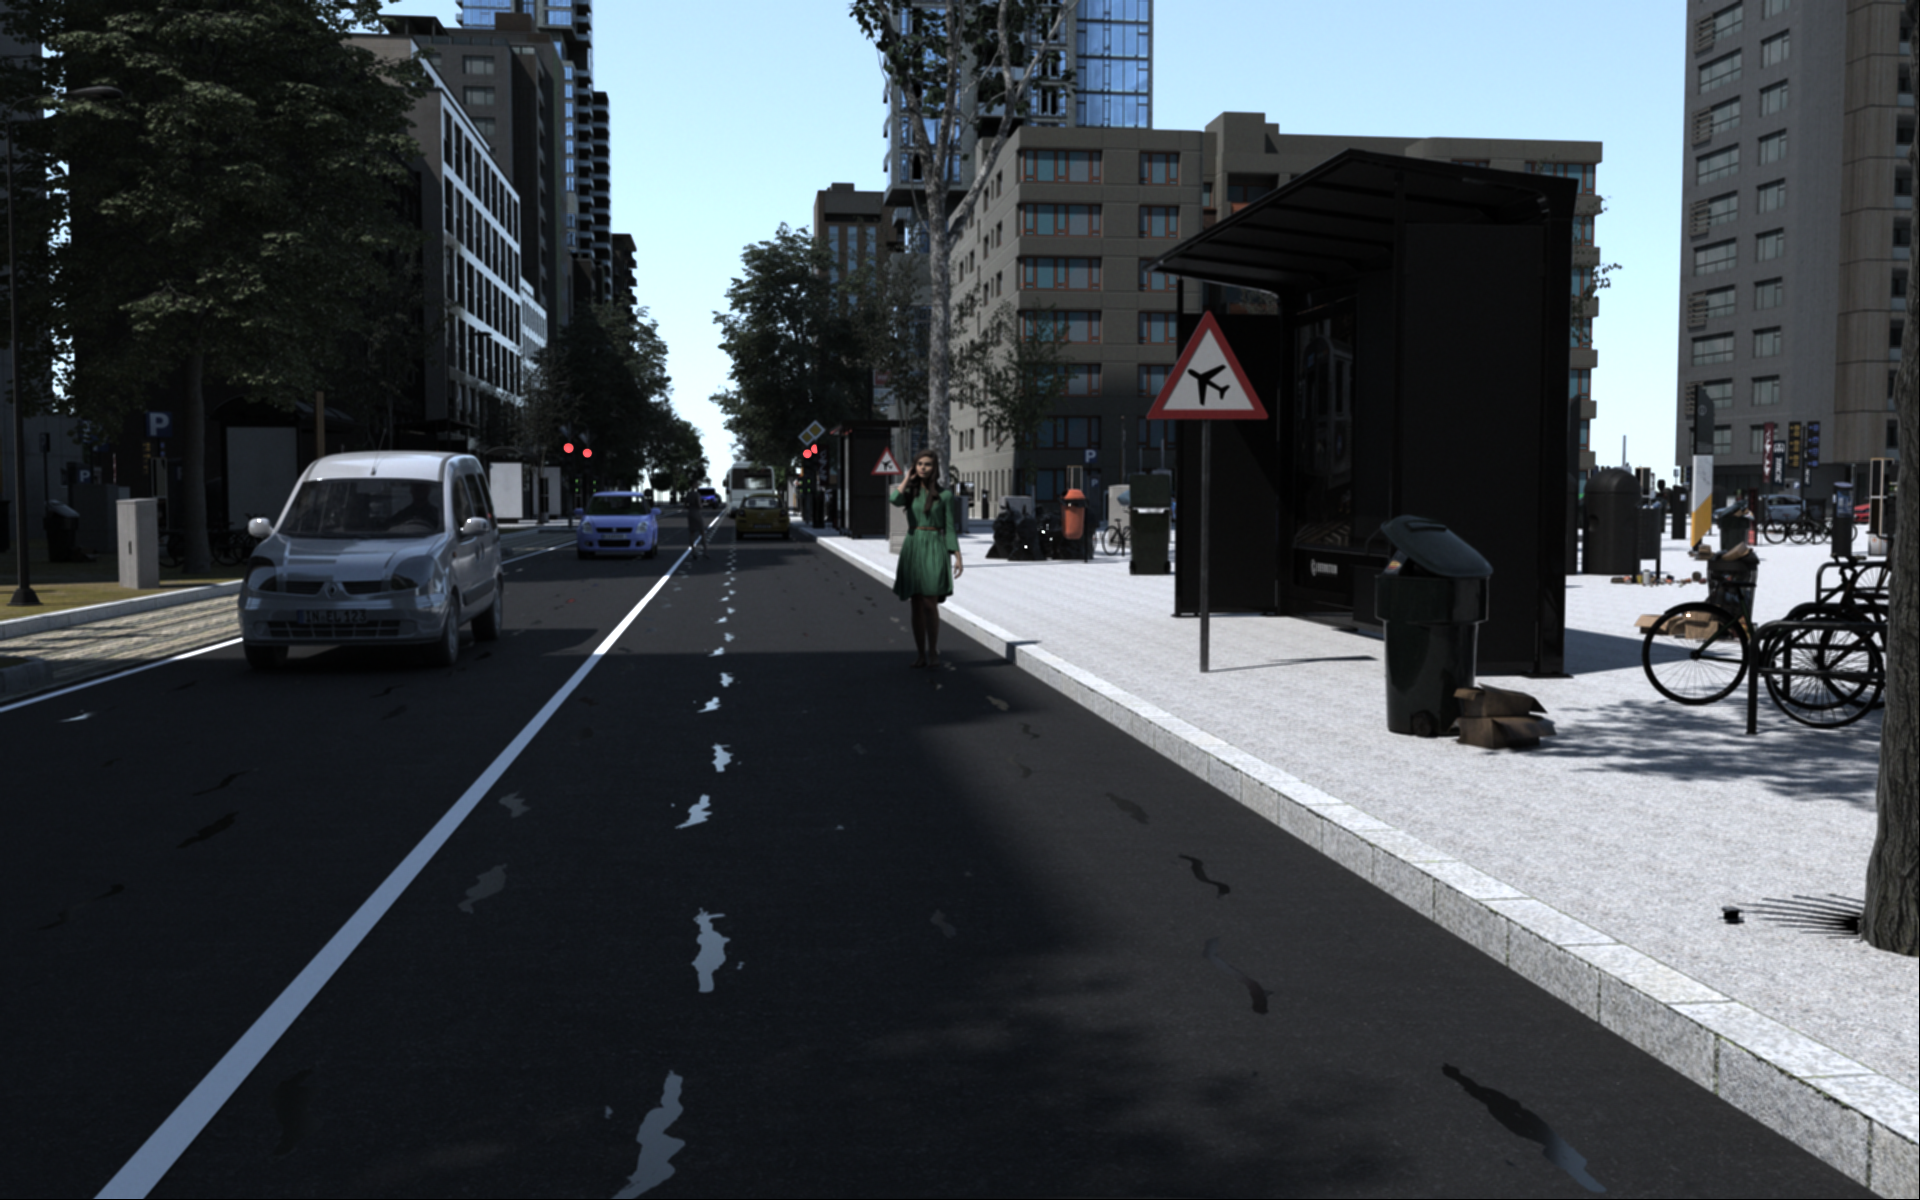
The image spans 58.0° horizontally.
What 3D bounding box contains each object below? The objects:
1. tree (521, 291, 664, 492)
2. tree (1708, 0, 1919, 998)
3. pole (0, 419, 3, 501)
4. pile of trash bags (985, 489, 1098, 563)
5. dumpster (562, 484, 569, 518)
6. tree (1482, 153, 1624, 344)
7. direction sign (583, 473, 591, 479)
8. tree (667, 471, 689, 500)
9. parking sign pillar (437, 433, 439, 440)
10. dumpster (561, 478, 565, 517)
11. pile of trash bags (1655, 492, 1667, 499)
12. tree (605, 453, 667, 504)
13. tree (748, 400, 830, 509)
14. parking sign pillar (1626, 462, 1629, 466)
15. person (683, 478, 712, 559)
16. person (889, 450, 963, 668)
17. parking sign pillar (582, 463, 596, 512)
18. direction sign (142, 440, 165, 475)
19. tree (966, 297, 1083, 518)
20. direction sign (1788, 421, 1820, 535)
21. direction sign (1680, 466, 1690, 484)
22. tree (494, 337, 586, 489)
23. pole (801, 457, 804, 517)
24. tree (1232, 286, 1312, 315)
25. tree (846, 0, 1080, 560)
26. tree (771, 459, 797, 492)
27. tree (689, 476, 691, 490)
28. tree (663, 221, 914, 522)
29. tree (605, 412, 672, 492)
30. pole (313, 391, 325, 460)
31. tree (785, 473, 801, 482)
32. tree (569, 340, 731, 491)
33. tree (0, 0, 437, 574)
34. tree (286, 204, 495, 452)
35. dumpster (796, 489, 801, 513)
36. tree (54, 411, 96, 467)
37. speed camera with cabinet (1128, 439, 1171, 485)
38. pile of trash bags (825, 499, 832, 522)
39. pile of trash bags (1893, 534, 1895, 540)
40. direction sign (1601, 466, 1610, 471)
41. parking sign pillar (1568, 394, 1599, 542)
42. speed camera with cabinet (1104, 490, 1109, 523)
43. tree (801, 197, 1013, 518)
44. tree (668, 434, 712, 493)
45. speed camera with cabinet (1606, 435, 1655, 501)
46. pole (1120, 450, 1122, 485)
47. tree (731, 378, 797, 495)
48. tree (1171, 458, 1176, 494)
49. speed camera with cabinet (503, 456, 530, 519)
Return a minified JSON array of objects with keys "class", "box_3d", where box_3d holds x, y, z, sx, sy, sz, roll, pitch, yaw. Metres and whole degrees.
[{"class":"tree","box_3d":[-22.808,-12.376,109.010,9.857,13.997,8.962,0,3,0]},{"class":"tree","box_3d":[2.958,-4.823,4.607,9.928,11.665,9.643,0,3,0]},{"class":"pole","box_3d":[-25.137,-3.146,45.283,0.158,3.312,0.155,0,3,0]},{"class":"pile of trash bags","box_3d":[1.759,-1.450,33.468,1.912,1.369,3.447,-1,4,-15]},{"class":"dumpster","box_3d":[-21.702,-5.369,93.538,1.264,1.857,1.865,0,4,-7]},{"class":"tree","box_3d":[11.874,-5.313,37.231,4.360,8.622,3.978,0,3,0]},{"class":"direction sign","box_3d":[-19.851,-6.131,92.237,0.379,3.537,0.876,-3,4,-36]},{"class":"tree","box_3d":[-37.047,-14.160,215.234,4.285,4.588,4.351,0,3,0]},{"class":"parking sign pillar","box_3d":[-22.047,-5.101,71.867,1.447,3.967,1.447,2,4,26]},{"class":"dumpster","box_3d":[-22.714,-5.783,97.050,1.502,2.255,1.985,0,4,-7]},{"class":"pile of trash bags","box_3d":[56.301,-7.915,139.166,3.447,1.369,1.912,2,4,25]},{"class":"tree","box_3d":[-24.823,-8.778,127.229,4.285,4.588,4.351,0,3,0]},{"class":"tree","box_3d":[-13.658,-12.613,140.629,7.601,10.594,8.767,-1,4,-11]},{"class":"parking sign pillar","box_3d":[56.018,-9.643,146.136,1.447,3.967,1.447,2,4,34]},{"class":"person","box_3d":[-5.800,-1.799,38.256,0.599,1.781,0.374,2,4,34]},{"class":"person","box_3d":[-0.272,-0.335,14.222,0.600,1.795,0.529,0,4,1]},{"class":"parking sign pillar","box_3d":[-24.952,-7.892,117.504,1.447,3.967,1.447,-1,4,-21]},{"class":"direction sign","box_3d":[-33.852,-4.942,72.797,0.876,3.537,0.379,-1,4,-22]},{"class":"tree","box_3d":[2.474,-6.948,63.964,4.737,8.622,4.395,0,3,0]},{"class":"direction sign","box_3d":[26.299,-3.795,54.045,0.876,3.537,0.379,3,4,37]},{"class":"direction sign","box_3d":[54.631,-8.475,130.564,0.876,3.537,0.379,-1,4,-22]},{"class":"tree","box_3d":[-19.793,-8.035,81.741,4.360,8.622,3.978,0,3,0]},{"class":"pole","box_3d":[-8.640,-6.196,95.154,0.158,3.312,0.155,0,3,0]},{"class":"tree","box_3d":[8.998,-6.006,48.552,4.360,8.622,3.978,0,3,0]},{"class":"tree","box_3d":[1.092,-10.614,29.431,12.611,20.169,13.585,0,3,0]},{"class":"tree","box_3d":[-17.173,-11.251,167.667,4.285,4.588,4.351,0,3,0]},{"class":"tree","box_3d":[-40.031,-16.054,246.187,4.285,4.588,4.351,0,3,0]},{"class":"tree","box_3d":[-7.010,-10.641,80.639,9.857,13.997,8.962,0,3,0]},{"class":"tree","box_3d":[-30.617,-13.957,162.605,7.601,10.594,8.767,-3,4,-38]},{"class":"pole","box_3d":[-12.732,-2.485,34.468,0.158,3.312,0.155,0,3,0]},{"class":"tree","box_3d":[-12.878,-8.590,135.051,1.663,3.219,1.824,0,3,0]},{"class":"tree","box_3d":[-26.523,-13.923,138.014,12.009,13.543,11.850,0,3,0]},{"class":"tree","box_3d":[-11.986,-6.707,27.793,7.486,12.596,7.792,0,3,0]},{"class":"tree","box_3d":[-14.658,-5.694,43.457,4.360,8.622,3.978,0,3,0]},{"class":"dumpster","box_3d":[-10.622,-6.926,118.997,1.264,1.857,1.865,0,4,-7]},{"class":"tree","box_3d":[-30.623,-4.537,57.886,4.285,4.588,4.351,0,3,0]},{"class":"speed camera with cabinet","box_3d":[6.571,-4.159,62.342,2.038,3.252,0.660,1,4,9]},{"class":"pile of trash bags","box_3d":[-4.790,-4.159,77.756,1.912,1.369,3.447,-1,4,-21]},{"class":"pile of trash bags","box_3d":[5.263,0.217,6.200,3.447,1.369,1.912,3,4,36]},{"class":"direction sign","box_3d":[52.157,-9.056,140.067,0.876,3.537,0.379,-1,4,-18]},{"class":"parking sign pillar","box_3d":[16.112,-3.556,46.613,1.447,3.967,1.447,-3,4,-37]},{"class":"speed camera with cabinet","box_3d":[7.160,-4.936,75.038,0.660,3.252,2.038,-3,5,-44]},{"class":"tree","box_3d":[-1.124,-5.697,43.506,4.360,8.622,3.978,0,3,0]},{"class":"tree","box_3d":[-47.679,-23.556,302.155,9.611,12.733,9.660,0,3,0]},{"class":"speed camera with cabinet","box_3d":[22.645,-3.923,58.475,2.038,3.252,0.660,-2,4,-35]},{"class":"pole","box_3d":[7.494,-5.270,80.014,0.158,3.312,0.155,0,3,0]},{"class":"tree","box_3d":[-18.914,-16.433,179.056,12.009,13.543,11.850,0,3,0]},{"class":"tree","box_3d":[10.356,-5.284,80.987,1.663,3.219,1.824,0,3,0]},{"class":"speed camera with cabinet","box_3d":[-22.665,-5.737,88.144,2.038,3.252,0.660,3,5,43]}]
